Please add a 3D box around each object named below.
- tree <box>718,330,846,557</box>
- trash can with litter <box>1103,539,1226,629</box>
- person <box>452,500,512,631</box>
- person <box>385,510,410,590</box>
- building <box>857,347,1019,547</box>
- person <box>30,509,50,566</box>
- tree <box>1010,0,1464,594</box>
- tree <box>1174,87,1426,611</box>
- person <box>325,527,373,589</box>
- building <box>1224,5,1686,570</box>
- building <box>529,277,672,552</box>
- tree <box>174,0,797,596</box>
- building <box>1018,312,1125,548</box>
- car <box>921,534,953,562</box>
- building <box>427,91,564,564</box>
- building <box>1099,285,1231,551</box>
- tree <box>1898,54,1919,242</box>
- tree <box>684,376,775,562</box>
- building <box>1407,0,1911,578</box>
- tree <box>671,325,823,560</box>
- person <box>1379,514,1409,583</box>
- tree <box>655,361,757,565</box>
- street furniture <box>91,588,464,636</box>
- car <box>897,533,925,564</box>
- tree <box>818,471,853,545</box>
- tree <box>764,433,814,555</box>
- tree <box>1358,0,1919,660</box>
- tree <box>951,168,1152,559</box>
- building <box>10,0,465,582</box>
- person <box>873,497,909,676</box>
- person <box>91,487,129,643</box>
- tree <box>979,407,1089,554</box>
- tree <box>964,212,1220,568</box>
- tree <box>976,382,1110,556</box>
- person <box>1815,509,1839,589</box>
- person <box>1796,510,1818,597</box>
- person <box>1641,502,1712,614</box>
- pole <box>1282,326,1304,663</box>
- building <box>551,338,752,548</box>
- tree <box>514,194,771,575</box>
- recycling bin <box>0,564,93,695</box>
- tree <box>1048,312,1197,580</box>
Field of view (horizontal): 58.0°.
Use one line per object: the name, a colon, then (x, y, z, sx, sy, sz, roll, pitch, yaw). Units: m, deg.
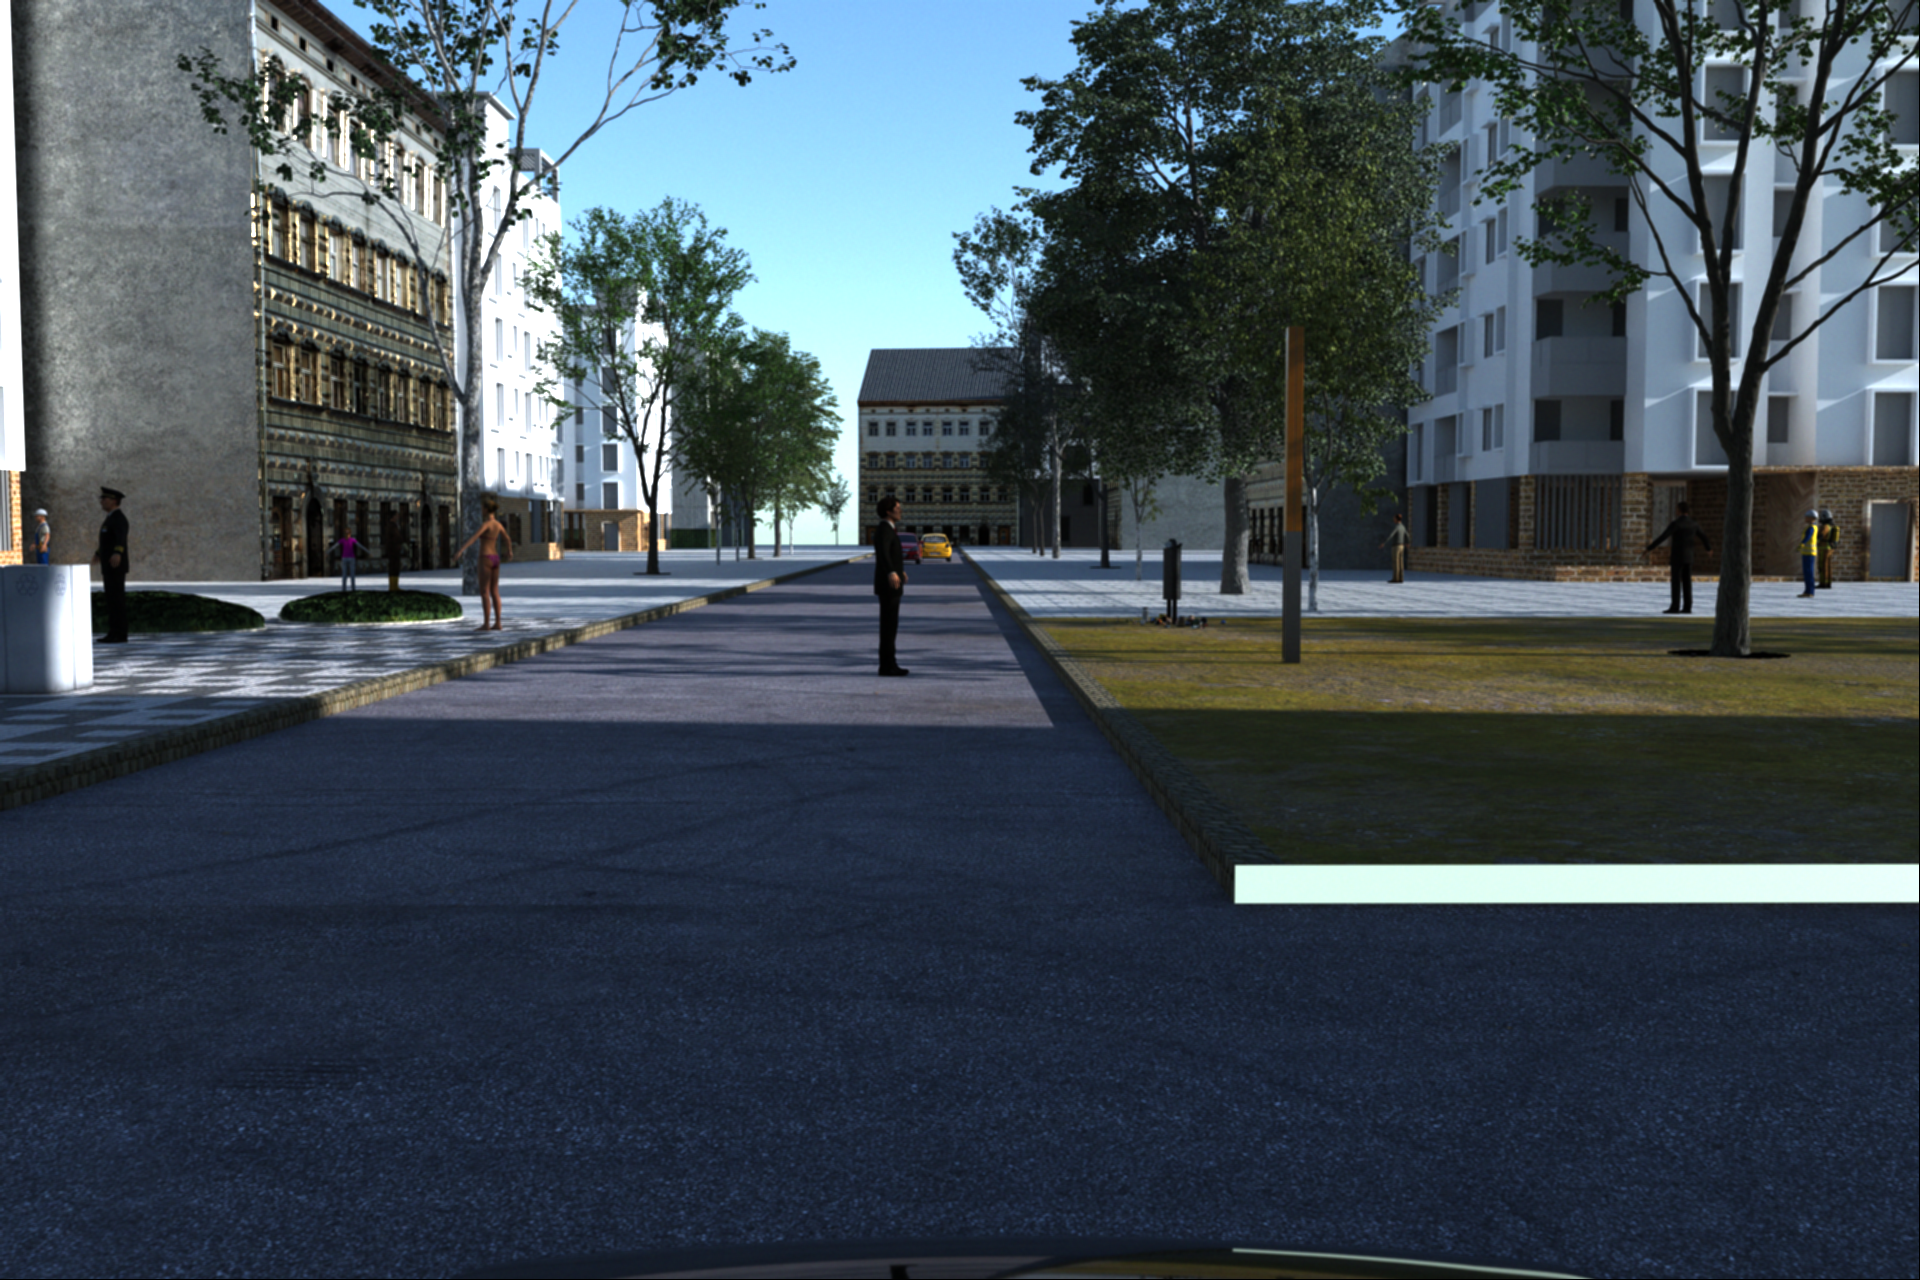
tree: (-10.134, -10.947, 97.109, 7.486, 12.596, 7.792, 0, 3, 0)
trash can with litter: (2.954, -0.821, 24.486, 1.678, 1.210, 2.233, 0, 4, -2)
person: (-6.311, -0.990, 22.985, 0.721, 1.733, 1.217, 1, 4, 21)
person: (-12.442, -1.960, 38.176, 0.704, 1.812, 1.346, -2, 4, -34)
building: (-1.461, -22.624, 203.293, 18.063, 23.208, 19.493, 0, 4, 7)
person: (-20.698, -2.028, 39.009, 0.705, 1.847, 1.347, -3, 4, -38)
tree: (5.801, -7.952, 36.678, 9.857, 13.997, 8.962, 0, 3, 0)
tree: (5.772, -4.779, 28.494, 4.737, 8.622, 4.395, 0, 3, 0)
person: (-13.021, -1.691, 36.910, 0.991, 1.433, 0.599, -1, 4, -9)
building: (21.749, -14.650, 70.458, 19.493, 23.208, 18.063, 0, 3, 0)
building: (-28.532, -16.669, 128.953, 16.016, 20.090, 11.380, 0, 4, -1)
tree: (-9.893, -11.080, 37.053, 12.611, 20.169, 13.585, 0, 3, 0)
building: (19.790, -20.309, 176.021, 27.936, 21.610, 32.646, 0, 4, 0)
car: (-1.333, -4.895, 90.249, 2.015, 1.641, 3.980, 0, 4, -2)
building: (-25.061, -13.397, 75.460, 16.016, 20.090, 11.380, 0, 4, -1)
building: (21.653, -19.097, 143.163, 19.493, 23.208, 18.063, 0, 4, 0)
tree: (17.776, -6.061, 24.854, 9.928, 11.665, 9.643, 0, 3, 0)
tree: (-10.423, -7.931, 80.028, 4.737, 8.622, 4.395, 0, 3, 0)
building: (20.754, -12.369, 58.652, 16.016, 20.090, 11.380, 0, 3, 0)
tree: (-10.701, -9.890, 87.457, 9.928, 11.665, 9.643, 0, 3, 0)
person: (11.421, -2.387, 45.300, 1.348, 1.796, 0.705, -3, 5, -44)
tree: (-10.189, -7.406, 71.444, 4.737, 8.622, 4.395, 0, 3, 0)
street furniture: (-12.573, -0.552, 24.649, 10.072, 0.657, 5.734, 0, 4, 4)
car: (-2.790, -4.591, 84.100, 2.155, 1.783, 4.494, 0, 4, 0)
tree: (-14.592, -15.375, 201.747, 4.737, 8.622, 4.395, 0, 3, 0)
tree: (-10.516, -9.656, 108.245, 4.360, 8.622, 3.978, 0, 3, 0)
tree: (8.028, -5.622, 17.683, 9.928, 11.665, 9.643, 0, 3, 0)
tree: (6.207, -14.263, 89.082, 12.611, 20.169, 13.585, 0, 3, 0)
building: (-27.948, -13.701, 54.948, 19.493, 23.208, 18.063, 0, 3, 0)
person: (-0.689, -0.547, 17.582, 0.705, 1.806, 1.347, 0, 4, 2)
person: (-10.026, -0.889, 20.464, 0.705, 1.837, 1.347, -2, 4, -35)
tree: (5.040, -10.916, 112.886, 8.767, 10.594, 7.601, 2, 4, 26)
tree: (5.335, -9.437, 64.667, 12.009, 13.543, 11.850, 0, 3, 0)
tree: (4.878, -10.188, 100.982, 8.767, 10.594, 7.601, 1, 4, 10)
person: (20.324, -2.139, 40.735, 1.354, 1.858, 0.705, -3, 4, -39)
person: (17.178, -1.759, 35.221, 0.721, 1.772, 1.216, 2, 4, 35)
person: (11.611, -1.327, 27.918, 1.346, 1.802, 0.704, -1, 4, -18)
pole: (3.295, -1.425, 17.141, 0.158, 3.312, 0.155, 0, 3, 0)
building: (-31.047, -18.694, 172.104, 16.747, 18.905, 31.486, 0, 4, 1)
tree: (-9.790, -7.864, 54.334, 9.928, 11.665, 9.643, 0, 3, 0)
recycling bin: (-7.610, -0.098, 14.149, 0.722, 1.027, 0.722, 0, 4, -1)
tree: (5.173, -5.966, 47.913, 4.360, 8.622, 3.978, 0, 3, 0)
